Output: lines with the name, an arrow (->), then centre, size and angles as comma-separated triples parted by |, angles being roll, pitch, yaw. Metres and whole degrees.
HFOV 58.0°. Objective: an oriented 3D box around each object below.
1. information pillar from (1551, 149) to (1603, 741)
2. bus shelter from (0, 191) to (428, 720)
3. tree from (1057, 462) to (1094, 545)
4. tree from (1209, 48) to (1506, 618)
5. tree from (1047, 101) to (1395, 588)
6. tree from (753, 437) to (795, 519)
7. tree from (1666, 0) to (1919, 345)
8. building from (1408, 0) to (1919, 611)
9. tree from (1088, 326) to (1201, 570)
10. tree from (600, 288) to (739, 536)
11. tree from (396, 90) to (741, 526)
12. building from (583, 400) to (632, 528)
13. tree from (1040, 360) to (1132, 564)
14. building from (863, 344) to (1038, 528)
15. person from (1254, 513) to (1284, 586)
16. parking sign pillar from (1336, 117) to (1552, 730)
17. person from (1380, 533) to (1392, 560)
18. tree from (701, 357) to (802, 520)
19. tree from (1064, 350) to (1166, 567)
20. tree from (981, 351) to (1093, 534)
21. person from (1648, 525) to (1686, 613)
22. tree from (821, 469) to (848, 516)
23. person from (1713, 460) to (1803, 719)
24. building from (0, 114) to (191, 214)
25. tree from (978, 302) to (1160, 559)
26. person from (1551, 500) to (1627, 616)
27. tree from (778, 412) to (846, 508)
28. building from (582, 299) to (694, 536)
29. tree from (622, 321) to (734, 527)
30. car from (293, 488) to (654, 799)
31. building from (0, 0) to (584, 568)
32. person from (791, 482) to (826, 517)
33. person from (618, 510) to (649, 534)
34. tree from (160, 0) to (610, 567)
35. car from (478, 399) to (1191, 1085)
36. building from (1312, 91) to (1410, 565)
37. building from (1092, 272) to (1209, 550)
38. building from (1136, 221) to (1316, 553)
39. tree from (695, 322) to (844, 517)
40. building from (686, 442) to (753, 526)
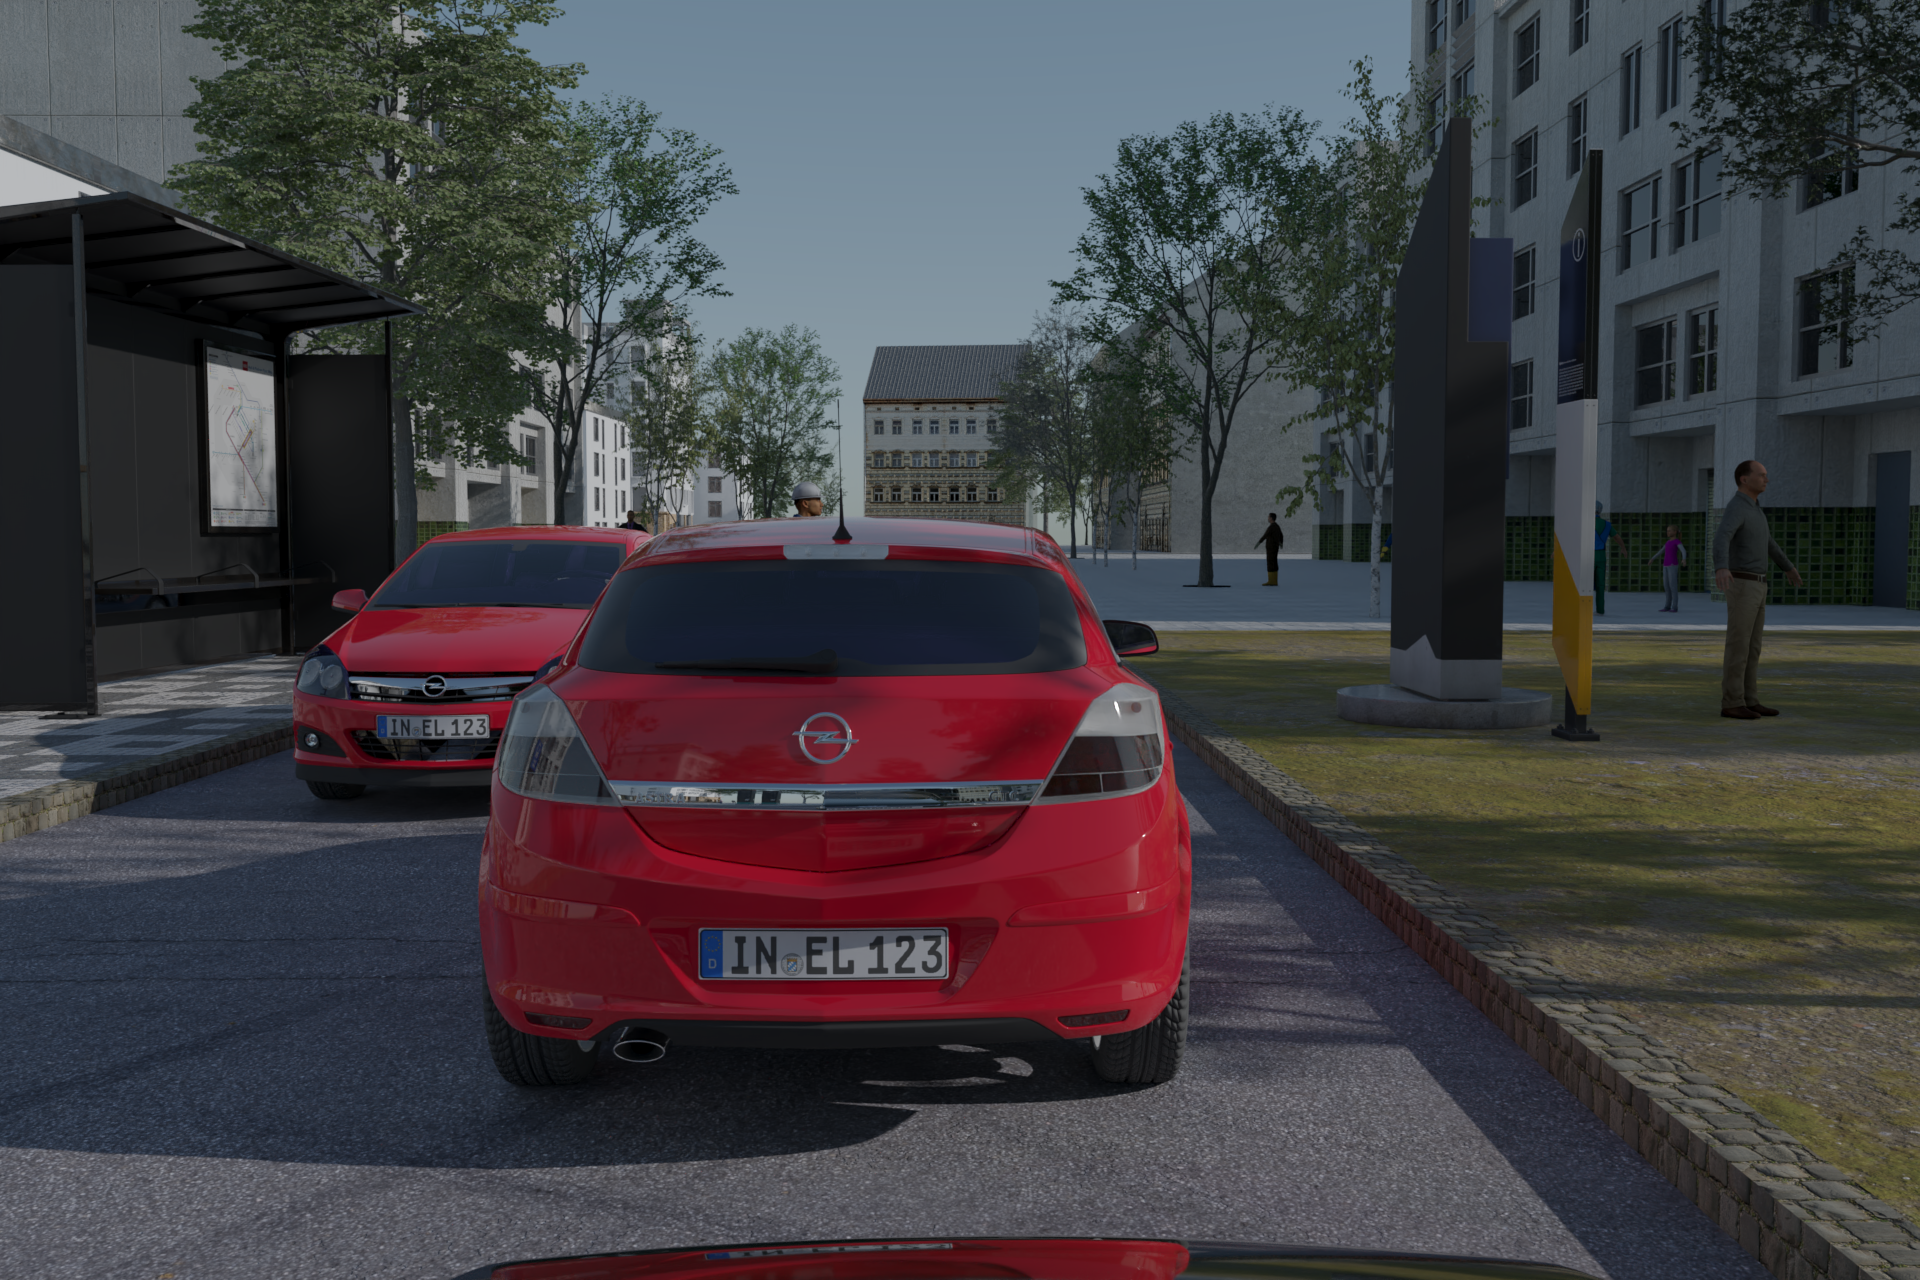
information pillar -> 3.863, -1.192, 10.850 | 0.183, 3.616, 0.504 | 0, 4, -1
bus shelter -> -6.471, -1.453, 15.039 | 1.731, 3.624, 6.357 | 0, 4, 2
tree -> 14.366, -16.644, 197.889 | 9.928, 11.665, 9.643 | 0, 3, 0
tree -> 6.273, -4.664, 26.620 | 4.737, 8.622, 4.395 | 0, 3, 0
tree -> 6.113, -7.081, 41.532 | 9.928, 11.665, 9.643 | 0, 3, 0
tree -> -22.247, -17.263, 200.373 | 7.486, 12.596, 7.792 | 0, 3, 0
tree -> 10.145, -4.931, 15.029 | 8.767, 10.594, 7.601 | 3, 4, 38
building -> 22.599, -10.561, 39.130 | 16.747, 18.905, 31.486 | 0, 4, 0
tree -> 6.383, -6.804, 61.608 | 4.737, 8.622, 4.395 | 0, 3, 0
tree -> -9.456, -6.243, 52.429 | 4.360, 8.622, 3.978 | 0, 3, 0
tree -> -9.216, -7.007, 40.326 | 9.928, 11.665, 9.643 | 0, 3, 0
building -> -27.734, -11.034, 122.551 | 9.099, 9.664, 28.070 | 0, 4, 0
tree -> 5.745, -7.499, 72.976 | 4.360, 8.622, 3.978 | 0, 3, 0
building -> -0.684, -22.438, 200.242 | 18.063, 23.208, 19.493 | 0, 4, 7
person -> 7.693, -2.244, 42.823 | 0.704, 1.812, 1.346 | 3, 4, 39
parking sign pillar -> 3.363, -1.436, 11.953 | 1.447, 3.967, 1.447 | 0, 4, -1
person -> 6.989, -1.253, 26.463 | 1.349, 1.833, 0.705 | -1, 4, -17
tree -> -9.008, -7.463, 72.375 | 4.737, 8.622, 4.395 | 0, 3, 0
tree -> 5.496, -7.146, 67.205 | 4.360, 8.622, 3.978 | 0, 3, 0
tree -> 5.179, -11.543, 106.858 | 7.486, 12.596, 7.792 | 0, 3, 0
person -> 11.590, -1.168, 28.359 | 0.599, 1.433, 0.991 | -1, 4, -11
tree -> -14.752, -14.959, 194.943 | 4.737, 8.622, 4.395 | 0, 3, 0
person -> 5.529, -0.358, 12.117 | 1.348, 1.796, 0.705 | -3, 5, -44
building -> -23.675, -6.192, 43.384 | 9.099, 9.664, 28.070 | 0, 3, 0
tree -> 5.871, -11.019, 90.530 | 12.009, 13.543, 11.850 | 0, 3, 0
person -> 9.935, -1.290, 27.212 | 1.347, 1.817, 0.704 | -1, 4, -14
tree -> -9.540, -9.361, 103.420 | 4.360, 8.622, 3.978 | 0, 3, 0
building -> -28.684, -17.397, 140.853 | 16.016, 20.090, 11.380 | 0, 4, 0
tree -> -9.894, -6.728, 60.366 | 4.737, 8.622, 4.395 | 0, 3, 0
car -> -2.629, -0.102, 10.709 | 2.155, 1.783, 4.494 | 0, 4, -1
building -> -27.498, -12.655, 73.370 | 16.747, 18.905, 31.486 | 0, 4, -1
person -> -1.154, -0.302, 13.372 | 0.705, 1.833, 1.349 | 0, 4, -3
person -> -7.145, -1.918, 37.580 | 1.346, 1.802, 0.704 | 0, 4, -3
tree -> -9.536, -6.768, 28.784 | 7.486, 12.596, 7.792 | 0, 3, 0
car -> -0.327, 0.186, 5.994 | 2.155, 1.783, 4.494 | 0, 4, -1
building -> 26.247, -12.509, 70.975 | 16.747, 18.905, 31.486 | 0, 4, -1
building -> 21.184, -19.314, 146.718 | 19.493, 23.208, 18.063 | 0, 4, 0
building -> 23.392, -18.048, 126.016 | 19.493, 23.208, 18.063 | 0, 4, -1
tree -> -9.488, -9.774, 85.556 | 9.928, 11.665, 9.643 | 0, 3, 0
building -> -24.874, -14.013, 171.265 | 9.099, 9.664, 28.070 | 0, 4, -1
